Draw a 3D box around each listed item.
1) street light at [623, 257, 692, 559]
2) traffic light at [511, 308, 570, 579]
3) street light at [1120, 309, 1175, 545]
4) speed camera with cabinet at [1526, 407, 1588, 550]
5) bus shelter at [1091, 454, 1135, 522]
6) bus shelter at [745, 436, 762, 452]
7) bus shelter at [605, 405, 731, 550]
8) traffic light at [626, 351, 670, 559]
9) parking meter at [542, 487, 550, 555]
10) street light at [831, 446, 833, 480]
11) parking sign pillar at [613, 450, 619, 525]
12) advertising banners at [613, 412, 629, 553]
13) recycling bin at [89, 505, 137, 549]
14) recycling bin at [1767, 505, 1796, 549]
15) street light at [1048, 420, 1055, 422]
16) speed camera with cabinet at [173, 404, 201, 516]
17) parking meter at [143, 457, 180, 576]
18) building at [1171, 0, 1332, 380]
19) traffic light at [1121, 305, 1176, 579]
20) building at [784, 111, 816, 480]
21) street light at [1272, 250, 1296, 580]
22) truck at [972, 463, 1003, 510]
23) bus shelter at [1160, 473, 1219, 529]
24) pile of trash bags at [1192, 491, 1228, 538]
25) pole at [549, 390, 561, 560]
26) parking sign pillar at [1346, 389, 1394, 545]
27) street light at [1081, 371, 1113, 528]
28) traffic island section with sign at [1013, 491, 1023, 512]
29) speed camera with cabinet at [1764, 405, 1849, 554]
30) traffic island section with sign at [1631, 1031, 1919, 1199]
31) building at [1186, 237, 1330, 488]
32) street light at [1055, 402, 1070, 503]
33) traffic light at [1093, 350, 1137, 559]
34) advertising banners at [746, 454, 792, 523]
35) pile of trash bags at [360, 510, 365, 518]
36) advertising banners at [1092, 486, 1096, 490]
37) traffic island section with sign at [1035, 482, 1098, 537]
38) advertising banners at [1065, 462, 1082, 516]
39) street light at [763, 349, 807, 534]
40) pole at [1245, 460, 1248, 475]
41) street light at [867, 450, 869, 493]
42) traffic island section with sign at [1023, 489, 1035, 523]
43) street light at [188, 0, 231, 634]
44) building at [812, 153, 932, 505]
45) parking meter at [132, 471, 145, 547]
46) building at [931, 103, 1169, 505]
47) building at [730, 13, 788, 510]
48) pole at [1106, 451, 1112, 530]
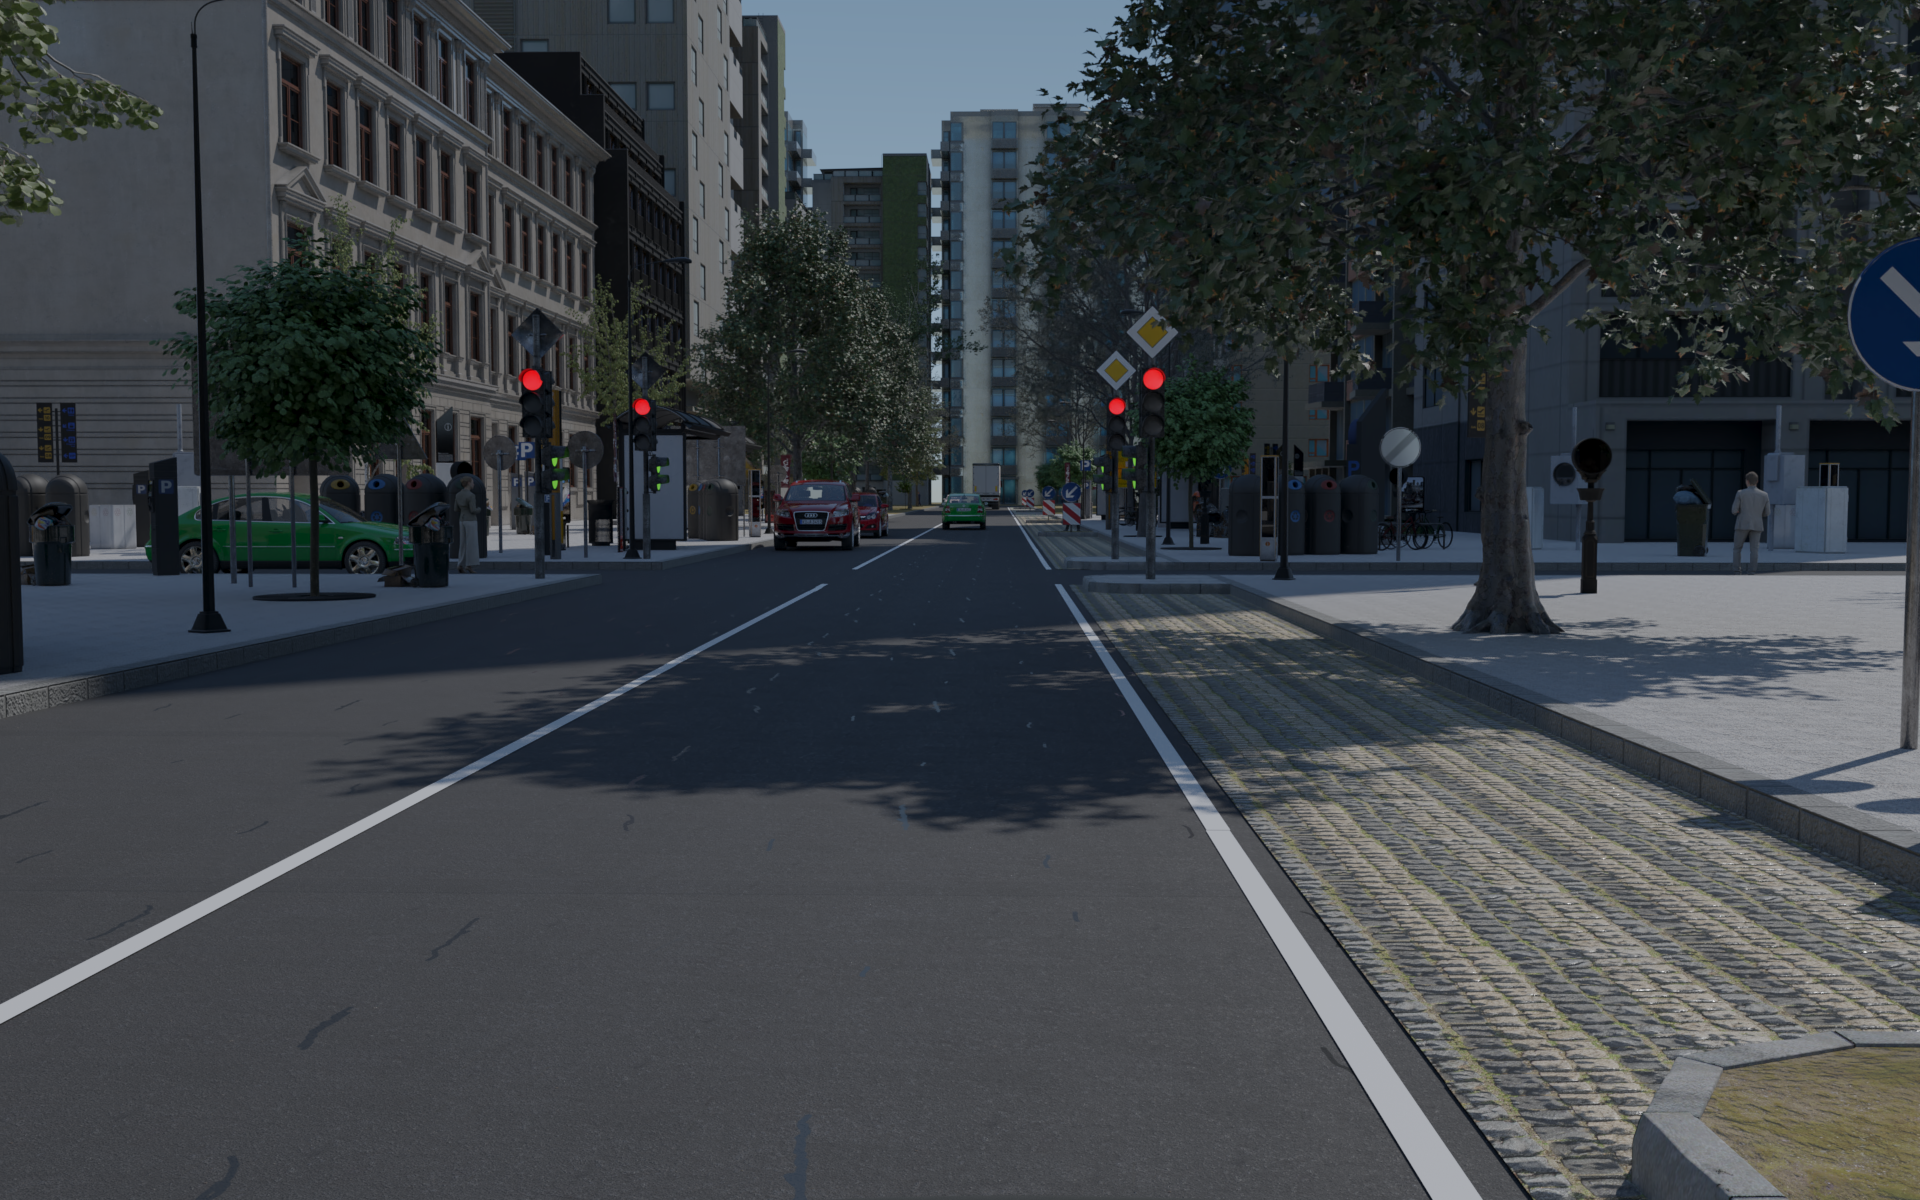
[{"bbox_3d":[-5.953,-3.767,34.129,1.470,5.913,1.316,0,4,1],"label":"street light"},{"bbox_3d":[-6.357,-2.278,26.166,0.839,4.253,0.868,0,4,1],"label":"traffic light"},{"bbox_3d":[4.732,-4.353,43.719,1.470,5.913,1.316,0,4,1],"label":"street light"},{"bbox_3d":[13.352,-2.782,39.815,2.038,3.252,0.660,3,5,44],"label":"speed camera with cabinet"},{"bbox_3d":[7.468,-5.466,83.292,2.014,3.302,5.546,0,4,1],"label":"bus shelter"},{"bbox_3d":[-7.679,-3.748,55.198,2.014,3.302,5.546,0,4,1],"label":"bus shelter"},{"bbox_3d":[-6.972,-2.942,42.029,2.014,3.302,5.546,0,4,1],"label":"bus shelter"},{"bbox_3d":[-6.177,-2.766,34.149,0.839,4.253,0.868,0,4,1],"label":"traffic light"},{"bbox_3d":[-8.675,-1.707,36.319,0.372,1.533,0.369,0,3,0],"label":"parking meter"},{"bbox_3d":[-5.170,-6.396,77.111,1.470,5.913,1.316,0,4,1],"label":"street light"},{"bbox_3d":[-13.872,-5.129,72.328,1.447,3.967,1.447,-2,4,-29],"label":"parking sign pillar"},{"bbox_3d":[-7.487,-2.567,38.158,0.090,3.025,2.074,0,4,-3],"label":"advertising banners"},{"bbox_3d":[-19.803,-1.709,40.491,0.722,1.027,0.722,1,4,22],"label":"recycling bin"},{"bbox_3d":[19.343,-1.718,40.635,0.722,1.027,0.722,2,4,25],"label":"recycling bin"},{"bbox_3d":[6.190,-8.331,108.751,1.470,5.913,1.316,0,4,1],"label":"street light"},{"bbox_3d":[-16.755,-2.645,37.581,0.660,3.252,2.038,-1,4,-20],"label":"speed camera with cabinet"},{"bbox_3d":[-12.558,-1.321,27.304,0.399,1.863,0.255,-3,5,-41],"label":"parking meter"},{"bbox_3d":[29.900,-37.694,158.300,21.231,58.520,28.212,0,4,1],"label":"building"},{"bbox_3d":[2.852,-2.266,25.974,0.839,4.253,0.868,0,4,1],"label":"traffic light"},{"bbox_3d":[-33.007,-36.452,215.604,30.456,49.044,23.786,0,4,1],"label":"building"},{"bbox_3d":[4.312,-3.257,25.788,1.470,5.913,1.316,0,4,1],"label":"street light"},{"bbox_3d":[2.529,-10.612,162.412,2.839,4.237,11.283,0,4,2],"label":"truck"},{"bbox_3d":[8.093,-4.117,61.239,2.014,3.302,5.546,0,4,1],"label":"bus shelter"},{"bbox_3d":[7.864,-2.590,52.094,1.912,1.369,3.447,-1,4,-20],"label":"pile of trash bags"},{"bbox_3d":[-7.941,-2.452,33.928,0.158,3.312,0.155,0,3,0],"label":"pole"},{"bbox_3d":[10.301,-3.393,43.950,1.447,3.967,1.447,3,5,41],"label":"parking sign pillar"},{"bbox_3d":[5.233,-5.691,65.596,1.470,5.913,1.316,0,4,1],"label":"street light"},{"bbox_3d":[5.384,-7.778,135.798,1.989,1.847,2.006,0,4,1],"label":"traffic island section with sign"},{"bbox_3d":[18.602,-2.676,38.096,0.660,3.252,2.038,-1,4,-13],"label":"speed camera with cabinet"},{"bbox_3d":[2.374,0.339,3.086,1.989,1.847,2.006,0,4,1],"label":"traffic island section with sign"},{"bbox_3d":[32.280,-17.482,130.866,27.650,21.520,28.899,0,4,1],"label":"building"},{"bbox_3d":[5.672,-7.006,87.086,1.470,5.913,1.316,0,4,1],"label":"street light"},{"bbox_3d":[3.033,-2.754,33.957,0.839,4.253,0.868,0,4,1],"label":"traffic light"},{"bbox_3d":[-8.415,-4.905,76.385,2.074,3.025,0.090,0,4,8],"label":"advertising banners"},{"bbox_3d":[-13.421,-1.758,38.492,1.912,1.369,3.447,3,5,44],"label":"pile of trash bags"},{"bbox_3d":[9.207,-6.914,109.226,2.074,3.025,0.090,0,4,-5],"label":"advertising banners"},{"bbox_3d":[3.637,-3.060,58.662,1.989,1.847,2.006,0,4,1],"label":"traffic island section with sign"},{"bbox_3d":[6.360,-6.050,95.100,0.090,3.025,2.074,-2,4,-33],"label":"advertising banners"},{"bbox_3d":[-5.608,-5.081,55.621,1.470,5.913,1.316,0,4,1],"label":"street light"},{"bbox_3d":[15.241,-6.012,92.143,0.158,3.312,0.155,0,3,0],"label":"pole"},{"bbox_3d":[-4.690,-7.710,98.601,1.470,5.913,1.316,0,4,1],"label":"street light"},{"bbox_3d":[4.253,-4.708,85.610,1.989,1.847,2.006,0,4,1],"label":"traffic island section with sign"},{"bbox_3d":[-6.438,-2.652,15.906,1.470,5.913,1.316,0,4,1],"label":"street light"},{"bbox_3d":[-10.584,-32.240,210.725,14.086,41.232,14.154,0,4,1],"label":"building"},{"bbox_3d":[-19.712,-2.205,41.767,0.399,1.863,0.255,-1,4,-11],"label":"parking meter"},{"bbox_3d":[11.798,-36.426,215.176,30.456,49.044,23.786,0,4,1],"label":"building"},{"bbox_3d":[-22.212,-28.143,143.740,14.154,41.232,14.086,0,4,1],"label":"building"},{"bbox_3d":[5.329,-4.173,62.075,0.158,3.312,0.155,0,3,0],"label":"pole"}]
